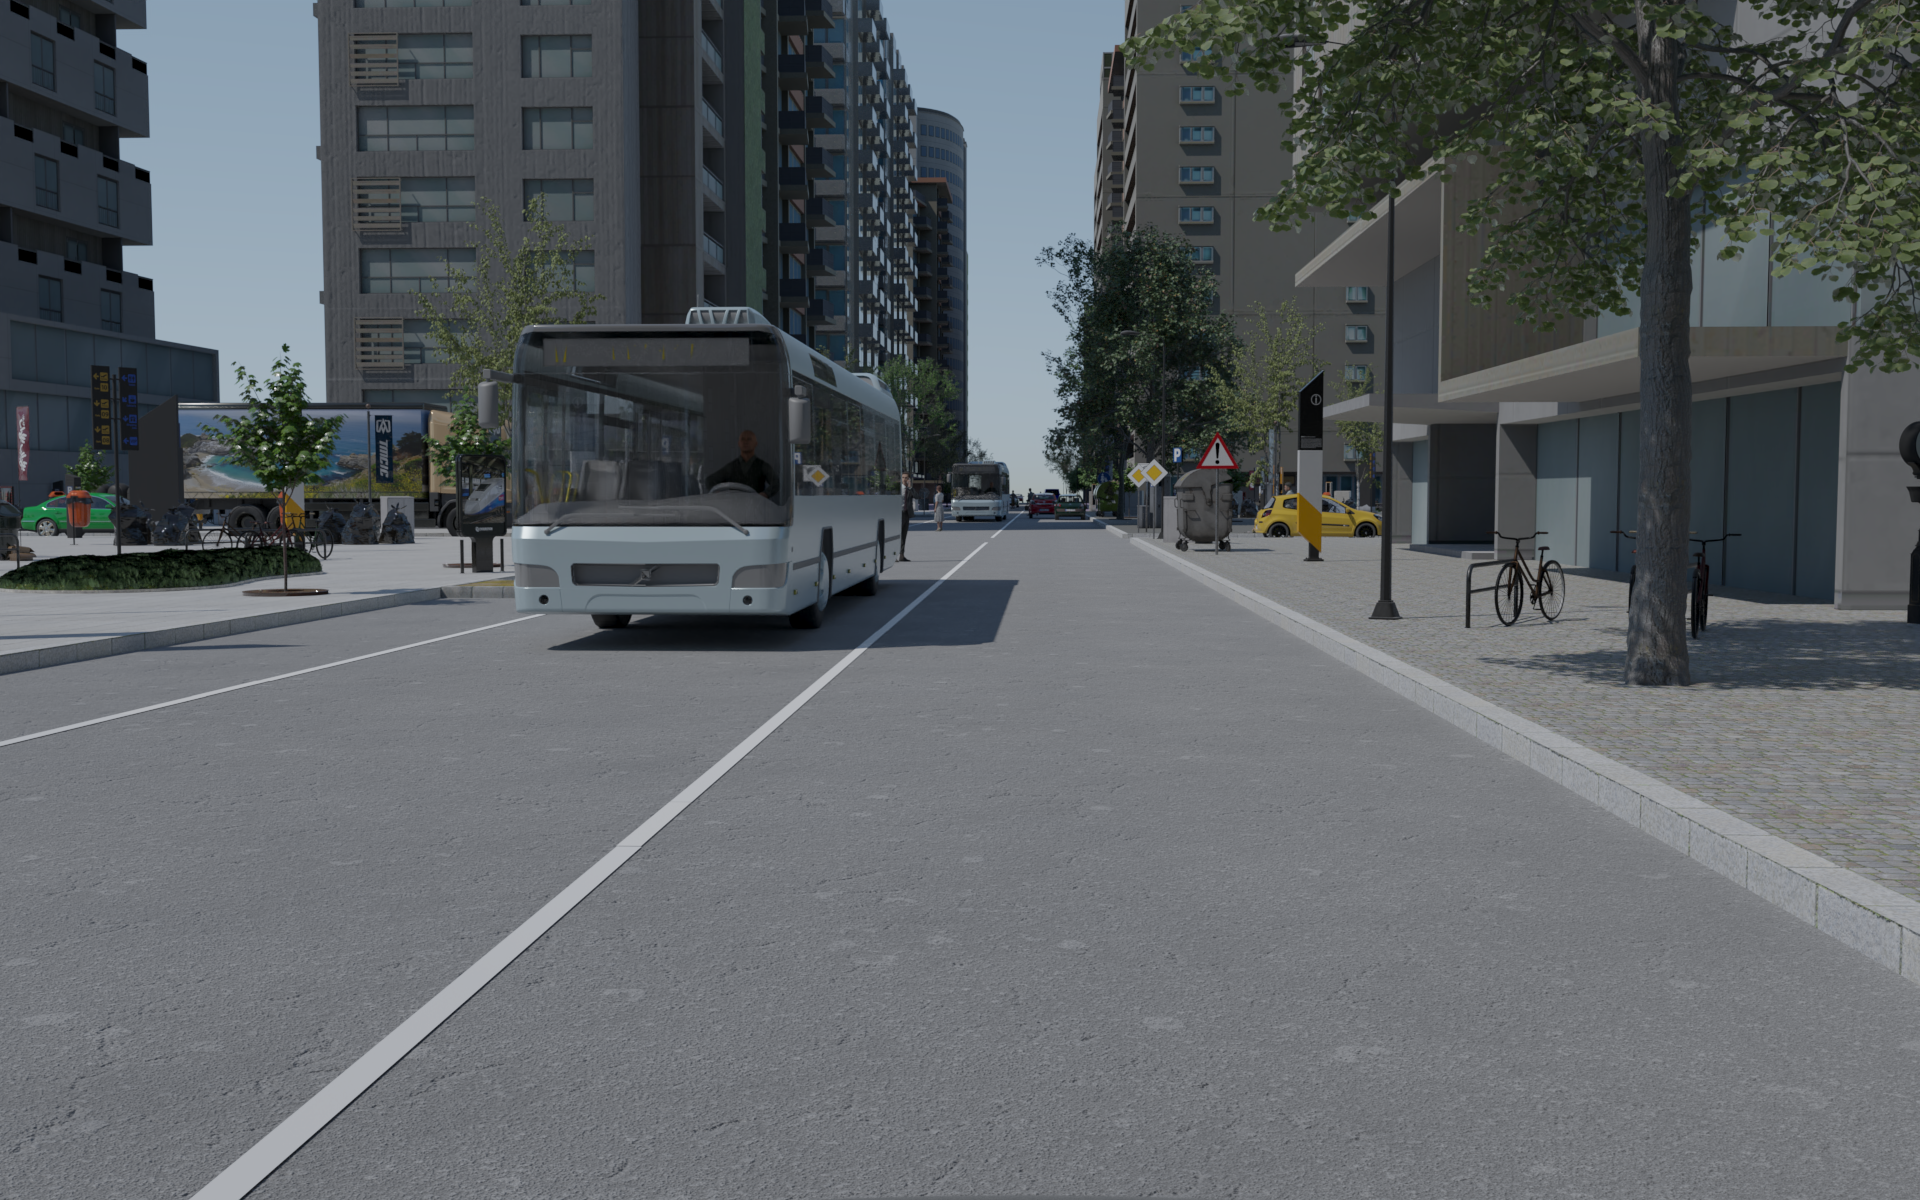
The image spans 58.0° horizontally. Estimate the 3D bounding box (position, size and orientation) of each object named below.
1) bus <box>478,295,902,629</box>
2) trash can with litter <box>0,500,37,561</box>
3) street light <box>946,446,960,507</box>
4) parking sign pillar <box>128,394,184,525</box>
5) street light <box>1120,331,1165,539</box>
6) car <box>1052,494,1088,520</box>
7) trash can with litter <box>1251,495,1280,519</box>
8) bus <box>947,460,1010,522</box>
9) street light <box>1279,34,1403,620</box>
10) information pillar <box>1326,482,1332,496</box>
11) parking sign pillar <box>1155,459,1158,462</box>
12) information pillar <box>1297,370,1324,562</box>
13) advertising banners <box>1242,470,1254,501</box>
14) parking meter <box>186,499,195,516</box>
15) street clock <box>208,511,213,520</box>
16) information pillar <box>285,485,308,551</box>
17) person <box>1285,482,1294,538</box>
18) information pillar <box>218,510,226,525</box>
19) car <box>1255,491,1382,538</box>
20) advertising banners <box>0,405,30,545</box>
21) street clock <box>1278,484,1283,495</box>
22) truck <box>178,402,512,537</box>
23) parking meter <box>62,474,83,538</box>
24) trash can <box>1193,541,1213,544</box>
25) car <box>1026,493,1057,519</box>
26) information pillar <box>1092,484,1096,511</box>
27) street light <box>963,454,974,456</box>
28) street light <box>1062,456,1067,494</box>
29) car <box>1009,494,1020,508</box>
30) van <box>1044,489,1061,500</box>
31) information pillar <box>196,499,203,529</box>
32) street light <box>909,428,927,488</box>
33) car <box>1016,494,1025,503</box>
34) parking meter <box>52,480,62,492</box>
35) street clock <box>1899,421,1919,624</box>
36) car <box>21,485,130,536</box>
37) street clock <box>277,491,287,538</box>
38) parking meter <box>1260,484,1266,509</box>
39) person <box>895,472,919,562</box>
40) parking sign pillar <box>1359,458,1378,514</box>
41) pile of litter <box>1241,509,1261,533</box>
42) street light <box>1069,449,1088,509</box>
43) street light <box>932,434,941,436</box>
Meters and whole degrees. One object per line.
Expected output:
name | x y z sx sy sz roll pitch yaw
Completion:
bus | -2.546 -1.616 21.283 2.948 3.499 13.247 0 4 3
trash can with litter | -18.234 -1.346 33.393 1.055 1.170 0.624 2 4 26
street light | -0.723 -11.870 166.612 1.470 5.913 1.316 0 4 3
parking sign pillar | -21.812 -3.579 46.996 1.447 3.967 1.447 0 4 -5
street light | 5.262 -4.700 49.382 1.470 5.913 1.316 0 4 3
car | 6.129 -5.302 96.474 2.009 1.686 4.222 0 4 3
trash can with litter | 15.870 -4.709 88.043 2.233 1.210 1.678 1 4 13
bus | 1.175 -6.016 93.217 2.948 3.499 13.247 0 4 4
street light | 3.831 -2.759 17.647 1.470 5.913 1.316 0 4 3
information pillar | 22.725 -6.251 106.695 0.304 2.012 0.304 2 4 31
parking sign pillar | 15.086 -8.695 130.633 1.447 3.967 1.447 3 4 39
information pillar | 6.655 -2.538 32.859 0.504 3.616 0.183 -1 4 -12
advertising banners | 20.768 -8.028 127.449 2.074 3.025 0.090 0 4 -6
parking meter | -35.864 -4.424 80.737 0.372 1.533 0.369 0 3 0
street clock | -37.337 -4.988 86.126 0.358 2.002 0.471 2 4 32
information pillar | -14.776 -2.878 38.416 0.183 3.616 0.504 2 4 31
person | 10.306 -2.809 54.602 0.466 1.800 0.511 1 4 11
information pillar | -30.184 -4.057 70.816 0.304 2.012 0.304 -2 4 -25
car | 10.954 -2.582 52.439 3.980 1.641 2.015 0 4 3
advertising banners | -19.197 -2.366 34.867 2.074 3.025 0.090 3 4 37
street clock | 22.462 -7.147 121.431 0.358 2.002 0.471 0 4 3
truck | -18.629 -3.995 54.225 11.283 4.237 2.839 0 4 1
parking meter | -25.767 -2.732 50.381 0.399 1.863 0.255 1 4 20
trash can | 6.301 -2.023 44.723 0.748 1.137 0.748 0 3 0
car | 4.985 -5.738 102.851 2.155 1.783 4.494 0 4 2
information pillar | 9.986 -7.628 129.202 0.304 2.012 0.304 0 4 1
street light | 0.863 -13.846 198.917 1.470 5.913 1.316 0 4 3
street light | 11.473 -12.518 177.208 1.470 5.913 1.316 0 4 3
car | 5.397 -10.615 185.359 2.131 1.459 4.920 0 4 4
van | 10.672 -12.085 201.969 2.240 2.365 5.245 0 4 1
information pillar | -26.675 -4.240 60.681 0.183 3.616 0.504 -1 4 -9
street light | -2.980 -9.091 121.183 1.470 5.913 1.316 0 4 3
car | 9.732 -17.163 289.646 2.155 1.783 4.494 0 4 3
parking meter | -38.373 -4.159 73.703 0.399 1.863 0.255 0 4 -6
street clock | 9.532 -0.767 17.103 0.471 2.002 0.358 -1 4 -11
car | -27.411 -2.849 55.373 4.718 1.807 1.959 0 4 2
street clock | -19.730 -2.811 50.537 0.358 2.002 0.471 1 4 10
parking meter | 17.988 -5.925 102.587 0.255 1.863 0.399 -1 4 -22
person | -1.191 -1.758 36.608 0.648 1.900 0.474 -2 4 -32
parking sign pillar | 26.627 -7.635 113.301 1.447 3.967 1.447 -2 4 -24
pile of litter | 10.151 -2.638 57.100 1.719 0.858 1.176 3 5 39
street light | 10.032 -10.544 144.928 1.470 5.913 1.316 0 4 3
street light | -2.217 -9.932 134.922 1.470 5.913 1.316 0 4 3
